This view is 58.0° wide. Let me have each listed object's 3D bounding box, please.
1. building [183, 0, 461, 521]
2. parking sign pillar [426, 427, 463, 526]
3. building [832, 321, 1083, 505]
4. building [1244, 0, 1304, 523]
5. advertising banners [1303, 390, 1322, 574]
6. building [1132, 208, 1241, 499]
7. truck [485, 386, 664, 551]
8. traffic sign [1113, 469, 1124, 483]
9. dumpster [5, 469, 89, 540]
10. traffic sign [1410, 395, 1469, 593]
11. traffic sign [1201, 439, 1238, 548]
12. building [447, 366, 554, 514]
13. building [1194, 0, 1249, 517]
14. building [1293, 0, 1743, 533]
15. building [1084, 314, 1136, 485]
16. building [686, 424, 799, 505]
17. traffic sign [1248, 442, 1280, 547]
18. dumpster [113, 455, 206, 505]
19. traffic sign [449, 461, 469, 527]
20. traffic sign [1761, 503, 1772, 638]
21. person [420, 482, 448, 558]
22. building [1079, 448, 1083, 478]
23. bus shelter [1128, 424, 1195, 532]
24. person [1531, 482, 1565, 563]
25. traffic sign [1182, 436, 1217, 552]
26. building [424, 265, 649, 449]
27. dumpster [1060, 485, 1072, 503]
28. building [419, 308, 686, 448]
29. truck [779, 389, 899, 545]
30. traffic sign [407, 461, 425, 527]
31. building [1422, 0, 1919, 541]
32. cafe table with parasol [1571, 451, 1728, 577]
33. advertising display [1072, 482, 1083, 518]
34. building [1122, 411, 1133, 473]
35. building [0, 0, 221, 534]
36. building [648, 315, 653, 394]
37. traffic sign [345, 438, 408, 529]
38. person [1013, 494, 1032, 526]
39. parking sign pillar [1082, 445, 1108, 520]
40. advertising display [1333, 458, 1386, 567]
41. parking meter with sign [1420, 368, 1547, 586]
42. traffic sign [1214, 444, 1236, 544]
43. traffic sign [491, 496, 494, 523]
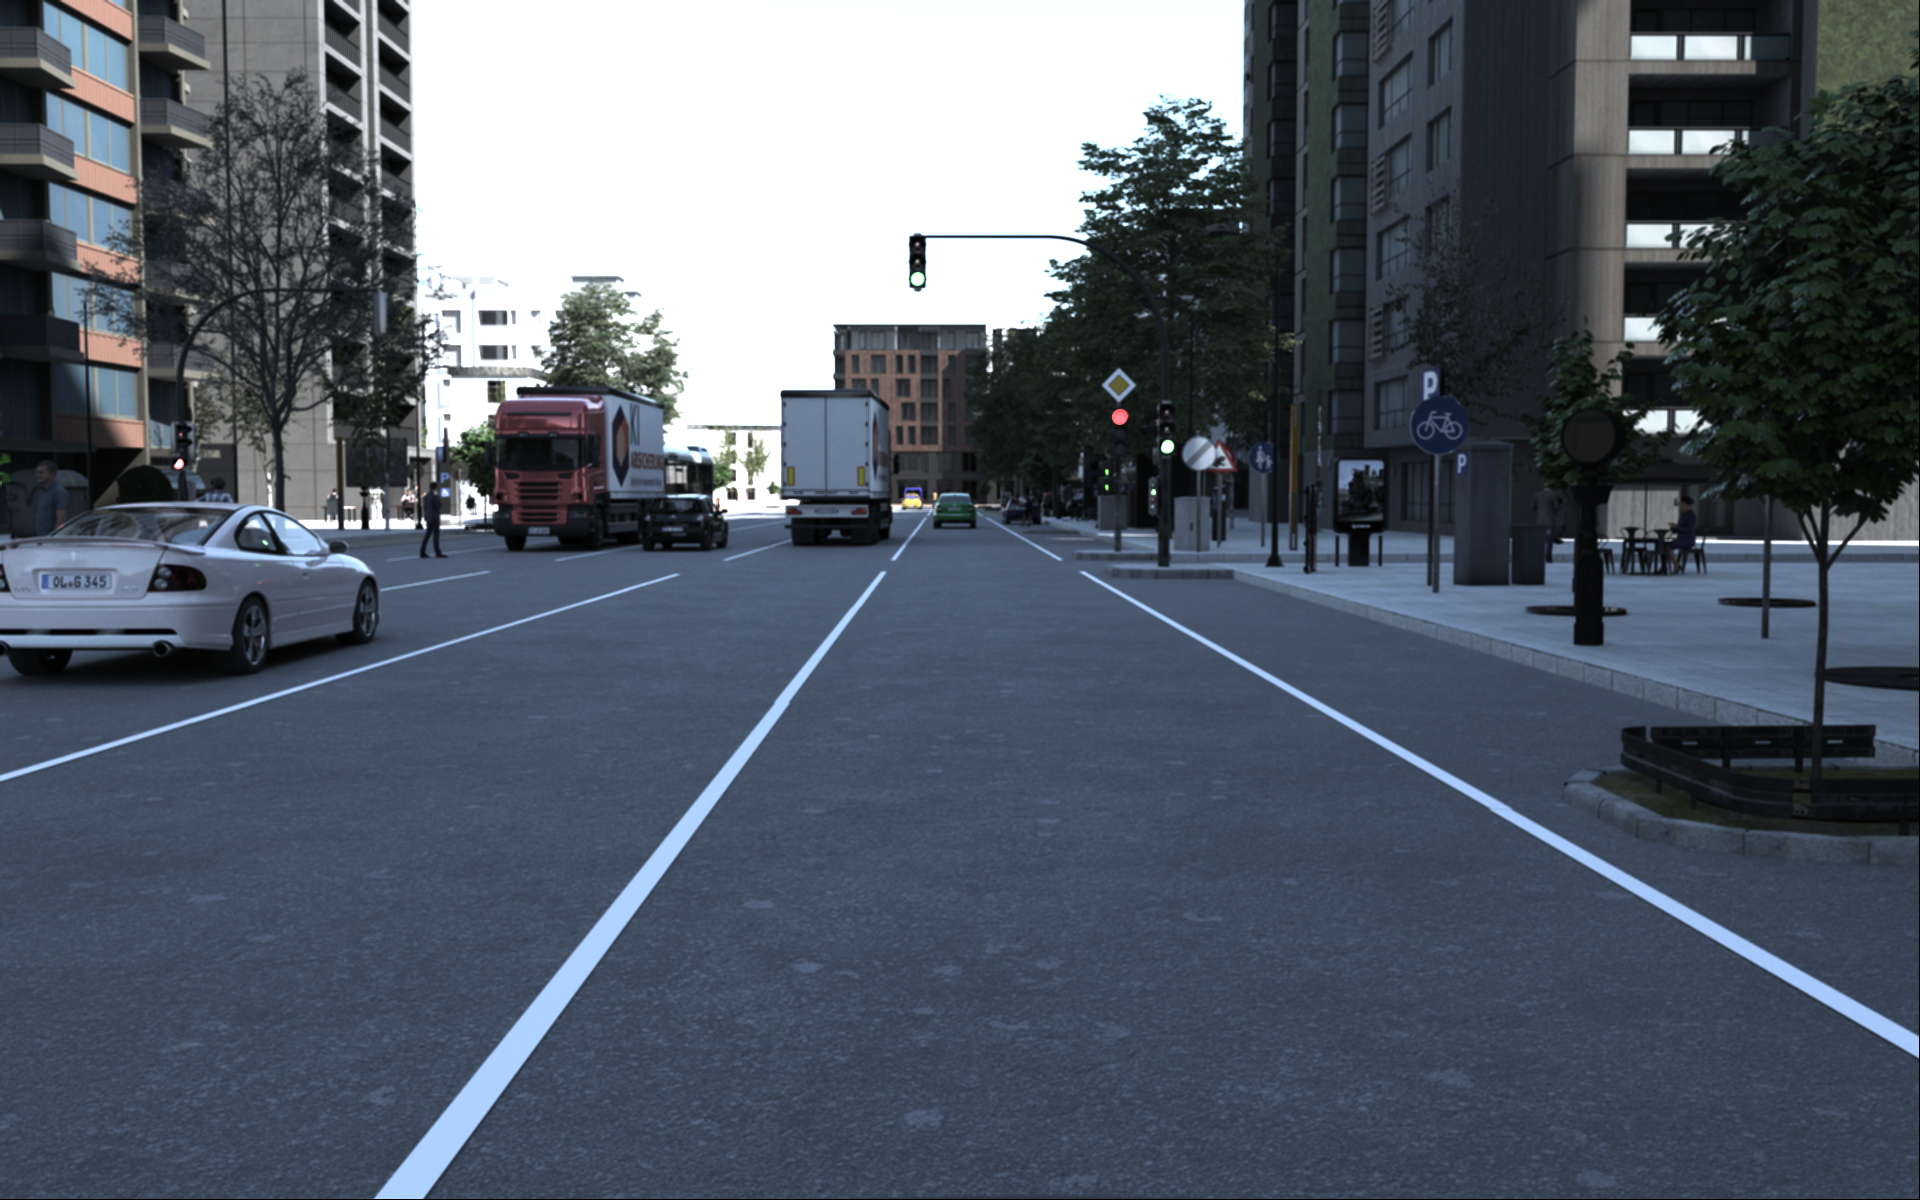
[{"bbox_3d":[-38.470,-39.954,91.502,20.563,71.187,20.611,0,4,-1],"label":"building"},{"bbox_3d":[-20.727,-4.957,69.513,1.447,3.967,1.447,-1,4,-21],"label":"parking sign pillar"},{"bbox_3d":[0.864,-22.903,218.433,32.646,21.610,27.936,0,4,-1],"label":"building"},{"bbox_3d":[20.560,-19.016,82.610,14.160,30.474,14.107,0,4,-1],"label":"building"},{"bbox_3d":[5.850,-1.984,28.619,0.090,3.025,2.074,1,4,18],"label":"advertising banners"},{"bbox_3d":[20.863,-16.154,120.534,16.016,20.091,11.380,0,4,-1],"label":"building"},{"bbox_3d":[-10.285,-3.572,47.322,2.839,4.237,11.283,0,4,0],"label":"truck"},{"bbox_3d":[7.520,-5.158,84.339,0.884,2.594,0.081,0,4,6],"label":"traffic sign"},{"bbox_3d":[-21.460,-2.141,40.769,1.264,1.857,1.865,0,4,-1],"label":"dumpster"},{"bbox_3d":[6.196,-1.368,22.474,0.768,2.556,0.104,0,4,0],"label":"traffic sign"},{"bbox_3d":[6.169,-2.524,41.278,0.884,2.594,0.081,1,4,9],"label":"traffic sign"},{"bbox_3d":[-32.944,-11.360,127.876,9.099,9.664,28.070,0,4,-1],"label":"building"},{"bbox_3d":[29.776,-25.055,101.524,32.217,40.220,23.993,0,4,-1],"label":"building"},{"bbox_3d":[20.331,-23.497,67.772,14.154,41.232,14.086,0,4,-1],"label":"building"},{"bbox_3d":[20.643,-17.613,154.432,16.747,18.905,31.486,0,4,-1],"label":"building"},{"bbox_3d":[-30.376,-16.413,210.492,28.070,9.664,9.099,0,4,-1],"label":"building"},{"bbox_3d":[7.393,-2.574,42.197,0.768,2.556,0.104,0,4,2],"label":"traffic sign"},{"bbox_3d":[-19.833,-2.474,42.943,1.502,2.255,1.985,0,4,0],"label":"dumpster"},{"bbox_3d":[-19.278,-4.073,66.707,0.768,2.556,0.104,0,3,0],"label":"traffic sign"},{"bbox_3d":[7.156,-0.807,15.329,0.606,2.300,0.079,1,4,9],"label":"traffic sign"},{"bbox_3d":[-11.835,-1.803,38.897,0.530,1.710,0.541,-3,4,-38],"label":"person"},{"bbox_3d":[20.289,-19.578,176.522,16.016,20.091,11.380,0,4,-1],"label":"building"},{"bbox_3d":[7.053,-4.268,61.069,1.731,3.624,6.357,0,4,-1],"label":"bus shelter"},{"bbox_3d":[11.312,-1.465,33.267,0.431,1.722,0.655,-2,4,-30],"label":"person"},{"bbox_3d":[5.271,-2.330,38.195,0.768,2.556,0.104,1,4,9],"label":"traffic sign"},{"bbox_3d":[-35.775,-17.786,147.220,16.016,20.091,11.380,0,4,-1],"label":"building"},{"bbox_3d":[7.018,-6.337,109.361,1.264,1.857,1.865,0,4,0],"label":"dumpster"},{"bbox_3d":[-44.380,-18.749,173.004,31.486,18.905,16.747,0,4,-1],"label":"building"},{"bbox_3d":[-3.485,-3.855,51.936,2.839,4.237,11.283,0,4,1],"label":"truck"},{"bbox_3d":[-21.090,-4.093,67.032,0.768,2.556,0.104,0,4,7],"label":"traffic sign"},{"bbox_3d":[21.029,-22.568,52.585,14.086,41.232,14.154,0,4,-1],"label":"building"},{"bbox_3d":[10.925,-1.390,27.594,2.610,1.966,2.610,-2,4,-28],"label":"cafe table with parasol"},{"bbox_3d":[6.415,-5.297,91.826,0.974,1.923,0.123,1,4,10],"label":"advertising display"},{"bbox_3d":[20.611,-16.848,131.891,16.016,20.091,11.380,0,4,-1],"label":"building"},{"bbox_3d":[-40.102,-24.770,59.615,22.147,44.769,28.867,0,4,-1],"label":"building"},{"bbox_3d":[-36.318,-18.480,158.575,16.016,20.091,11.380,0,4,-1],"label":"building"},{"bbox_3d":[-21.183,-4.221,62.879,2.265,3.308,0.079,0,4,1],"label":"traffic sign"},{"bbox_3d":[2.783,-3.968,76.573,0.799,1.438,0.628,-1,4,-13],"label":"person"},{"bbox_3d":[6.875,-6.046,87.320,1.447,3.967,1.447,0,4,-1],"label":"parking sign pillar"},{"bbox_3d":[7.088,-1.561,30.742,0.974,1.923,0.123,-1,4,-15],"label":"advertising display"},{"bbox_3d":[7.386,-1.719,24.372,1.738,3.016,0.543,-1,4,-13],"label":"parking meter with sign"},{"bbox_3d":[6.645,-2.696,44.192,0.768,2.556,0.104,0,4,1],"label":"traffic sign"},{"bbox_3d":[-20.728,-4.688,76.762,0.768,2.556,0.104,1,4,9],"label":"traffic sign"}]
